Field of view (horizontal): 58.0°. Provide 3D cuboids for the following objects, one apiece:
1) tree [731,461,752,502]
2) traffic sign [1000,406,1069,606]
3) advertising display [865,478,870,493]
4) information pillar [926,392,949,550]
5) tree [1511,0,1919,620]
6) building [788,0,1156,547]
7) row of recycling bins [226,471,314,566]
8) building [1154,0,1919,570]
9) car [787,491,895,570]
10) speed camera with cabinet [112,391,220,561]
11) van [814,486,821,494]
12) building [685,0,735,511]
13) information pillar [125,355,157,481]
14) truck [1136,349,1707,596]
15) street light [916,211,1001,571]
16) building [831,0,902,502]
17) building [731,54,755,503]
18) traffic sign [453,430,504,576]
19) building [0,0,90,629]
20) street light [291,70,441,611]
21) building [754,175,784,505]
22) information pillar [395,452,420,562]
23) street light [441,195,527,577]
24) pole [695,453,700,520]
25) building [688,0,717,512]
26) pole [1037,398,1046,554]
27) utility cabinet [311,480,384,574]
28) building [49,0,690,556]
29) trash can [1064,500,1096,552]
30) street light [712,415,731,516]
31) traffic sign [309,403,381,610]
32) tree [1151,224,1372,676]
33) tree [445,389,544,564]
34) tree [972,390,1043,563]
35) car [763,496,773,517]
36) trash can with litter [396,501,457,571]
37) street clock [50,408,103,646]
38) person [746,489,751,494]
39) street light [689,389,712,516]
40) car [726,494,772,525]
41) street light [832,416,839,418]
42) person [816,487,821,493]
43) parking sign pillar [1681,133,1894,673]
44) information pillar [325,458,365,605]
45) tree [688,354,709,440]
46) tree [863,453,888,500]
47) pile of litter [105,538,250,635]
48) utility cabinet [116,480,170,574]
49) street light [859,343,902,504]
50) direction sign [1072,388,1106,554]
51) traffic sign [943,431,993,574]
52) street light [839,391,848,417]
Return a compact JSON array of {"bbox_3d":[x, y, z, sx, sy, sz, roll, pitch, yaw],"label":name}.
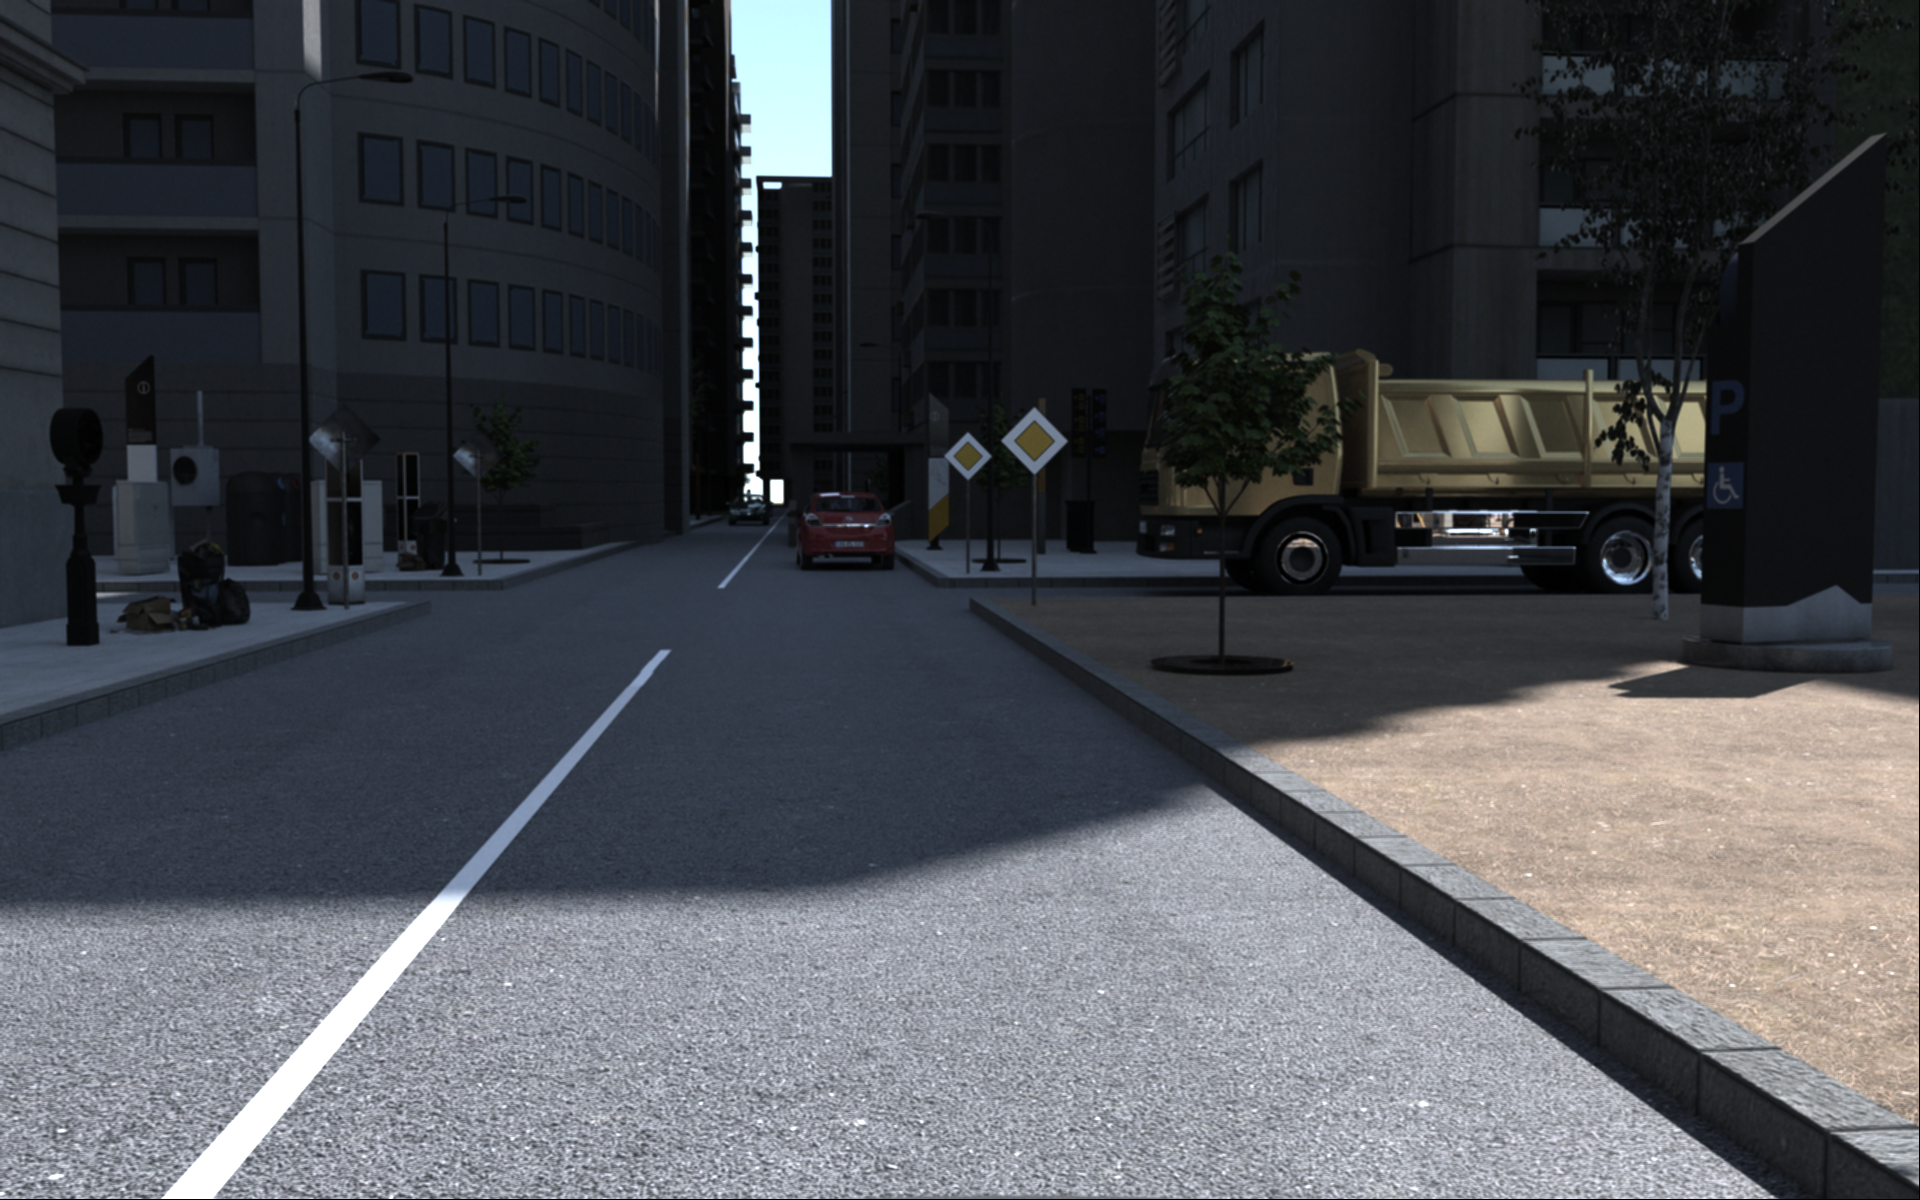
[{"bbox_3d":[-19.972,-10.263,151.507,4.285,4.588,4.351,0,3,0],"label":"tree"},{"bbox_3d":[0.849,-0.993,19.871,0.795,2.450,0.064,0,4,-5],"label":"traffic sign"},{"bbox_3d":[-3.635,-3.855,68.251,0.123,1.923,0.974,0,4,1],"label":"advertising display"},{"bbox_3d":[-0.507,-2.961,39.770,0.504,3.616,0.183,-1,4,-14],"label":"information pillar"},{"bbox_3d":[7.400,-4.111,17.584,4.360,8.622,3.978,0,3,0],"label":"tree"},{"bbox_3d":[10.782,-22.142,53.911,32.217,40.220,23.993,0,4,-5],"label":"building"},{"bbox_3d":[-12.884,-1.547,32.412,1.069,1.692,3.534,0,4,-6],"label":"row of recycling bins"},{"bbox_3d":[12.145,-21.473,34.686,14.086,41.232,14.154,0,4,-5],"label":"building"},{"bbox_3d":[-2.311,-1.537,34.168,2.155,1.783,4.494,0,4,-7],"label":"car"},{"bbox_3d":[-15.284,-2.383,33.296,2.038,3.252,0.660,1,4,16],"label":"speed camera with cabinet"},{"bbox_3d":[-11.510,-7.799,131.892,2.240,2.365,5.245,0,4,-7],"label":"van"},{"bbox_3d":[-25.110,-29.745,136.448,14.600,45.320,14.200,0,4,-5],"label":"building"},{"bbox_3d":[-13.776,-2.315,29.202,0.504,3.616,0.183,0,4,4],"label":"information pillar"},{"bbox_3d":[6.631,-1.752,24.565,9.791,3.379,3.469,0,4,-4],"label":"truck"},{"bbox_3d":[-0.032,-3.434,28.681,1.470,5.913,1.316,0,4,-5],"label":"street light"},{"bbox_3d":[-1.661,-38.071,164.455,21.231,58.520,28.212,0,4,-5],"label":"building"},{"bbox_3d":[-38.538,-35.171,194.650,30.456,49.044,23.786,0,4,-5],"label":"building"},{"bbox_3d":[-7.539,-1.438,27.150,0.795,2.450,0.064,0,4,-5],"label":"traffic sign"},{"bbox_3d":[-19.840,-13.639,10.383,23.554,28.519,14.401,0,4,-5],"label":"building"},{"bbox_3d":[-6.691,-2.847,19.093,1.470,5.913,1.316,0,4,-5],"label":"street light"},{"bbox_3d":[-11.650,-31.151,201.196,23.993,40.220,32.217,0,4,-5],"label":"building"},{"bbox_3d":[-9.781,-1.604,30.721,0.304,2.012,0.304,-3,5,-44],"label":"information pillar"},{"bbox_3d":[-7.414,-3.330,26.979,1.470,5.913,1.316,0,4,-5],"label":"street light"},{"bbox_3d":[-13.005,-5.631,85.913,0.158,3.312,0.155,0,3,0],"label":"pole"},{"bbox_3d":[-27.796,-28.135,114.640,22.147,44.769,28.867,0,4,-5],"label":"building"},{"bbox_3d":[1.730,-2.633,36.886,0.158,3.312,0.155,0,3,0],"label":"pole"},{"bbox_3d":[-9.900,-1.176,27.914,0.318,1.500,1.173,2,4,35],"label":"utility cabinet"},{"bbox_3d":[-19.285,-30.956,48.123,21.231,58.520,28.212,0,4,-5],"label":"building"},{"bbox_3d":[2.670,-1.641,38.476,0.748,1.137,0.748,0,3,0],"label":"trash can"},{"bbox_3d":[-14.087,-7.870,101.208,1.470,5.913,1.316,0,4,-5],"label":"street light"},{"bbox_3d":[-6.816,-0.951,19.197,0.795,2.450,0.064,0,4,-5],"label":"traffic sign"},{"bbox_3d":[1.864,-1.096,12.526,1.663,3.219,1.824,0,3,0],"label":"tree"},{"bbox_3d":[-8.473,-2.296,32.138,1.663,3.219,1.824,0,3,0],"label":"tree"},{"bbox_3d":[0.751,-2.309,32.360,1.663,3.219,1.824,0,3,0],"label":"tree"},{"bbox_3d":[-12.574,-5.831,107.919,1.945,1.354,3.894,0,4,-3],"label":"car"},{"bbox_3d":[-8.997,-1.086,29.148,0.624,1.170,1.055,1,4,15],"label":"trash can with litter"},{"bbox_3d":[-7.456,-0.618,14.668,0.358,2.002,0.471,0,4,-1],"label":"street clock"},{"bbox_3d":[-12.535,-5.774,103.693,0.721,1.735,1.217,-1,4,-14],"label":"person"},{"bbox_3d":[-11.875,-6.362,76.559,1.470,5.913,1.316,0,4,-5],"label":"street light"},{"bbox_3d":[-9.832,-4.222,80.820,2.131,1.459,4.920,0,4,-5],"label":"car"},{"bbox_3d":[-6.874,-7.955,102.609,1.470,5.913,1.316,0,4,-5],"label":"street light"},{"bbox_3d":[-7.863,-5.340,95.912,0.694,1.812,0.767,1,4,12],"label":"person"},{"bbox_3d":[6.236,-1.499,12.974,1.447,3.967,1.447,-1,4,-22],"label":"parking sign pillar"},{"bbox_3d":[-7.131,-0.953,20.074,0.304,2.012,0.304,2,4,27],"label":"information pillar"},{"bbox_3d":[-12.737,-7.474,72.555,4.737,8.622,4.395,0,3,0],"label":"tree"},{"bbox_3d":[-2.933,-4.660,70.795,1.663,3.219,1.824,0,3,0],"label":"tree"},{"bbox_3d":[-7.554,-0.166,16.673,1.176,0.858,1.719,1,4,20],"label":"pile of litter"},{"bbox_3d":[-13.067,-1.167,27.752,0.318,1.500,1.173,0,4,-1],"label":"utility cabinet"},{"bbox_3d":[-2.384,-4.940,53.317,1.470,5.913,1.316,0,4,-5],"label":"street light"},{"bbox_3d":[2.775,-2.771,37.305,0.876,3.537,0.379,-2,4,-30],"label":"direction sign"},{"bbox_3d":[0.126,-1.479,27.824,0.795,2.450,0.064,0,4,-5],"label":"traffic sign"},{"bbox_3d":[-4.578,-6.448,77.967,1.470,5.913,1.316,0,4,-5],"label":"street light"}]
